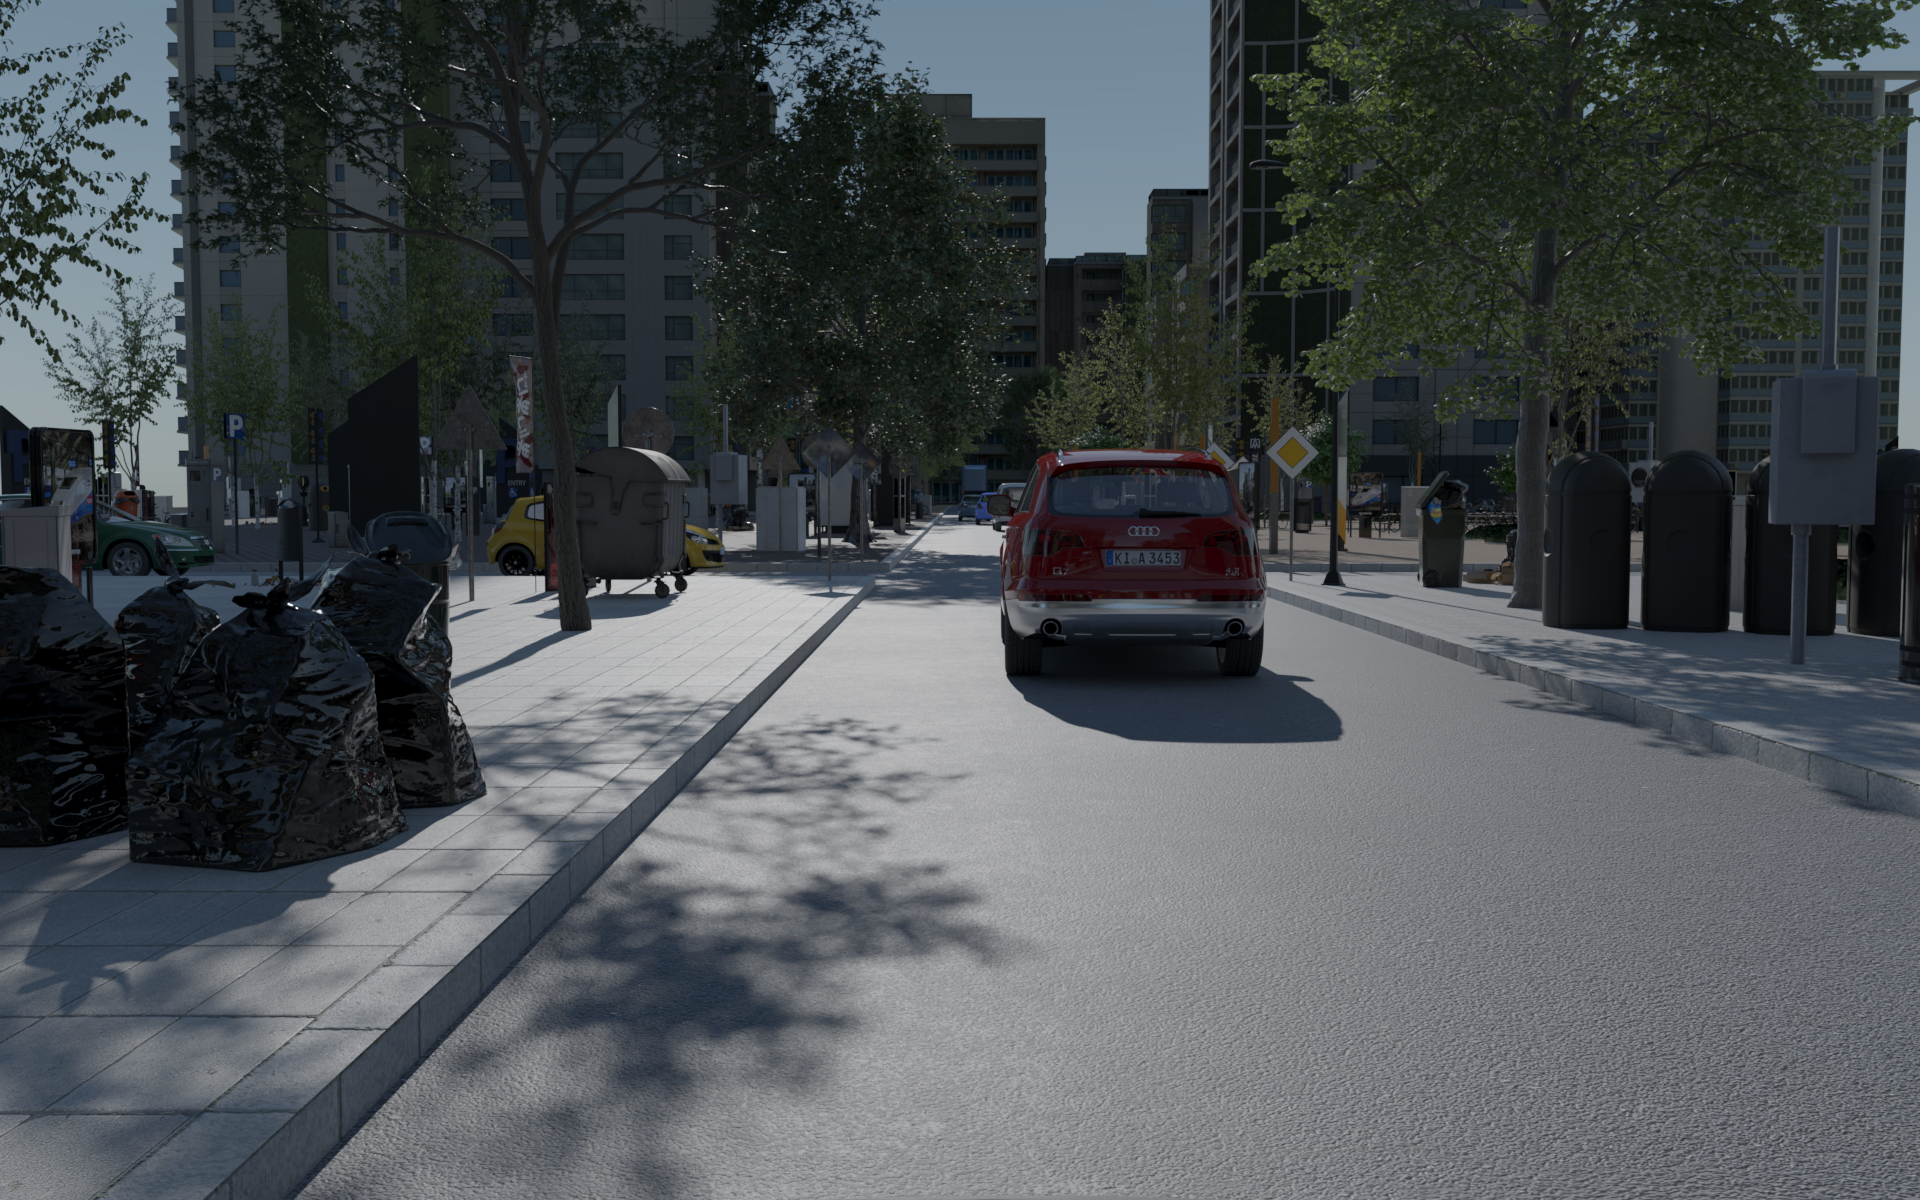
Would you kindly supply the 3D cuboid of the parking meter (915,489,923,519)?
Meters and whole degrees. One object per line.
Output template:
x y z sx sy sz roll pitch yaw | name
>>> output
-2.140 -5.014 90.388 0.372 1.533 0.369 0 3 0 | parking meter

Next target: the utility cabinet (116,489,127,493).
-34.028 -3.770 70.311 0.318 1.500 1.173 -1 4 -20 | utility cabinet

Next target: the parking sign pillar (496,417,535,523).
-15.527 -4.404 60.477 1.447 3.967 1.447 1 4 15 | parking sign pillar

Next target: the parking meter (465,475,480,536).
-15.086 -2.929 53.603 0.255 1.863 0.399 2 4 30 | parking meter

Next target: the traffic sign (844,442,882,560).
-1.902 -1.825 33.485 0.795 2.450 0.064 0 4 0 | traffic sign

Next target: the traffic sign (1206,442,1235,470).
4.893 -1.823 33.449 0.795 2.450 0.064 0 4 0 | traffic sign

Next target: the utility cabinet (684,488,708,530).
-9.342 -3.189 60.822 1.173 1.500 0.318 3 5 41 | utility cabinet

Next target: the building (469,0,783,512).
-24.371 -42.440 132.138 20.563 71.187 20.611 0 4 0 | building

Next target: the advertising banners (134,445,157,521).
-29.666 -4.088 63.020 0.090 3.025 2.074 0 4 -7 | advertising banners

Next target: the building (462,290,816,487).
-27.652 -19.295 160.506 28.899 21.520 27.650 0 4 0 | building

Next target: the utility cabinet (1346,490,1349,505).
21.232 -5.224 94.092 0.318 1.500 1.173 -1 4 -22 | utility cabinet

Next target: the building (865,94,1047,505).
-0.533 -36.066 213.374 21.600 48.544 21.300 0 4 0 | building

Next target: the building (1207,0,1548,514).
26.457 -41.567 117.880 20.563 71.187 20.611 0 4 0 | building

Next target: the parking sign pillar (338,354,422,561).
-11.091 -2.748 33.407 1.447 3.967 1.447 -1 4 -15 | parking sign pillar

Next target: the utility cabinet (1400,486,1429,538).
13.456 -2.563 50.589 1.173 1.500 0.318 -1 4 -23 | utility cabinet

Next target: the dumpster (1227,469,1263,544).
6.429 -2.155 40.988 1.264 1.857 1.865 0 4 0 | dumpster

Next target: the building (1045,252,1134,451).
17.323 -26.802 209.911 14.107 30.474 14.160 0 4 0 | building

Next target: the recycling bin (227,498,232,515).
-44.449 -5.730 106.236 0.722 1.027 0.722 1 4 17 | recycling bin

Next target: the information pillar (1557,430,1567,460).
21.944 -4.399 63.272 0.504 3.616 0.183 -2 4 -34 | information pillar

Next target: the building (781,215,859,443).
-23.318 -32.233 218.894 23.993 40.220 32.217 0 4 0 | building

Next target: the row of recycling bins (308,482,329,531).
-21.214 -3.315 61.313 3.534 1.692 1.069 -1 4 -15 | row of recycling bins

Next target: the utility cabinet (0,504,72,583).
-5.362 0.066 10.084 0.306 1.237 1.020 -2 4 -24 | utility cabinet

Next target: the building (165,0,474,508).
-57.240 -37.947 162.435 28.212 58.520 21.231 0 4 0 | building

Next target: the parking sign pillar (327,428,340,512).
-18.536 -3.931 52.742 1.447 3.967 1.447 -1 4 -15 | parking sign pillar

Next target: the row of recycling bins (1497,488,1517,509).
32.233 -5.764 101.359 1.069 1.692 3.534 0 4 4 | row of recycling bins

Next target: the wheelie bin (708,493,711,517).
-14.418 -5.464 97.241 0.980 1.594 0.693 -3 4 -38 | wheelie bin

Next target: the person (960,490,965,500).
0.170 -7.703 134.993 0.434 1.755 0.990 1 4 16 | person

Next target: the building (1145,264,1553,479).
30.798 -18.316 144.503 27.650 21.520 28.899 0 4 0 | building

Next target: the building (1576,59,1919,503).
68.799 -28.477 157.480 23.993 40.220 32.217 0 4 0 | building

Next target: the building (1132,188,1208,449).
24.640 -24.120 166.057 14.160 30.474 14.107 0 4 0 | building

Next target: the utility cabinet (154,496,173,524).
-34.734 -3.937 75.538 1.020 1.237 0.306 3 4 36 | utility cabinet

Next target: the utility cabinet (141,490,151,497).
-40.644 -4.733 86.069 1.173 1.500 0.318 3 4 36 | utility cabinet

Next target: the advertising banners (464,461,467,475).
-25.705 -5.815 91.265 0.090 3.025 2.074 -3 4 -36 | advertising banners

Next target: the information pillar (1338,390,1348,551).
8.484 -2.895 38.694 0.183 3.616 0.504 3 5 45 | information pillar

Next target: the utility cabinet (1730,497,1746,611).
8.874 -0.496 19.266 1.020 1.237 0.306 -1 4 -19 | utility cabinet

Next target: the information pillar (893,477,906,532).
-2.039 -3.291 58.306 0.304 2.012 0.304 -3 5 -41 | information pillar

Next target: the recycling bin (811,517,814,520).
-6.914 -4.454 85.377 0.722 1.027 0.722 2 4 34 | recycling bin

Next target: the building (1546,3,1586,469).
46.014 -32.923 161.996 21.600 48.544 21.300 0 4 0 | building

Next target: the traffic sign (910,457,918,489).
-3.329 -5.981 91.658 2.265 3.308 0.079 0 4 3 | traffic sign

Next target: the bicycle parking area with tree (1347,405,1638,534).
17.529 -4.261 56.668 8.231 4.147 9.016 -1 4 -21 | bicycle parking area with tree

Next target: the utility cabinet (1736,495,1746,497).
34.469 -4.016 76.821 1.020 1.237 0.306 -1 4 -21 | utility cabinet

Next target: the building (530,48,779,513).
-19.921 -21.061 116.043 14.160 30.474 14.107 0 4 0 | building

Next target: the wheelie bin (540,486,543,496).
-16.082 -3.676 68.012 0.980 1.594 0.693 -2 4 -26 | wheelie bin

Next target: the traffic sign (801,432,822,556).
-2.904 -2.176 35.676 0.768 2.556 0.104 1 4 8 | traffic sign

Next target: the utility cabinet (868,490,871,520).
-3.931 -4.560 83.228 0.318 1.500 1.173 -3 5 -42 | utility cabinet

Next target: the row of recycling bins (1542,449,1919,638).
7.323 -0.557 16.226 3.534 1.692 1.069 1 4 20 | row of recycling bins

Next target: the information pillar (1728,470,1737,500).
23.792 -3.002 53.579 0.304 2.012 0.304 0 4 0 | information pillar

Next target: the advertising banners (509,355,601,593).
-5.341 -1.633 22.891 0.090 3.025 2.074 1 4 20 | advertising banners

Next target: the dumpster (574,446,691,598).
-4.166 -0.989 21.922 1.264 1.857 1.865 0 4 0 | dumpster

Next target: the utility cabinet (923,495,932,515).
-2.262 -5.905 107.716 1.020 1.237 0.306 2 4 26 | utility cabinet

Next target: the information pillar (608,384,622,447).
-7.372 -2.797 37.089 0.183 3.616 0.504 -3 4 -38 | information pillar

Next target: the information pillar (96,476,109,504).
-35.183 -4.077 71.147 0.304 2.012 0.304 1 4 18 | information pillar

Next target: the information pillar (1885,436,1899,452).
37.178 -4.758 69.153 0.504 3.616 0.183 2 4 27 | information pillar

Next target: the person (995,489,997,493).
2.395 -6.896 121.697 0.683 1.767 0.568 -2 4 -28 | person

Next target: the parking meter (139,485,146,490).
-50.677 -6.220 107.406 0.255 1.863 0.399 0 4 -5 | parking meter

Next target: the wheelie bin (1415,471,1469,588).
6.681 -0.984 23.990 0.693 1.594 0.980 1 4 8 | wheelie bin

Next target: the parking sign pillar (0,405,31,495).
-28.729 -3.955 53.130 1.447 3.967 1.447 1 4 19 | parking sign pillar

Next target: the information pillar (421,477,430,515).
-22.945 -4.278 74.432 0.304 2.012 0.304 -2 4 -30 | information pillar

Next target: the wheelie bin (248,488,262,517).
-39.636 -5.466 97.277 0.693 1.594 0.980 2 4 24 | wheelie bin
